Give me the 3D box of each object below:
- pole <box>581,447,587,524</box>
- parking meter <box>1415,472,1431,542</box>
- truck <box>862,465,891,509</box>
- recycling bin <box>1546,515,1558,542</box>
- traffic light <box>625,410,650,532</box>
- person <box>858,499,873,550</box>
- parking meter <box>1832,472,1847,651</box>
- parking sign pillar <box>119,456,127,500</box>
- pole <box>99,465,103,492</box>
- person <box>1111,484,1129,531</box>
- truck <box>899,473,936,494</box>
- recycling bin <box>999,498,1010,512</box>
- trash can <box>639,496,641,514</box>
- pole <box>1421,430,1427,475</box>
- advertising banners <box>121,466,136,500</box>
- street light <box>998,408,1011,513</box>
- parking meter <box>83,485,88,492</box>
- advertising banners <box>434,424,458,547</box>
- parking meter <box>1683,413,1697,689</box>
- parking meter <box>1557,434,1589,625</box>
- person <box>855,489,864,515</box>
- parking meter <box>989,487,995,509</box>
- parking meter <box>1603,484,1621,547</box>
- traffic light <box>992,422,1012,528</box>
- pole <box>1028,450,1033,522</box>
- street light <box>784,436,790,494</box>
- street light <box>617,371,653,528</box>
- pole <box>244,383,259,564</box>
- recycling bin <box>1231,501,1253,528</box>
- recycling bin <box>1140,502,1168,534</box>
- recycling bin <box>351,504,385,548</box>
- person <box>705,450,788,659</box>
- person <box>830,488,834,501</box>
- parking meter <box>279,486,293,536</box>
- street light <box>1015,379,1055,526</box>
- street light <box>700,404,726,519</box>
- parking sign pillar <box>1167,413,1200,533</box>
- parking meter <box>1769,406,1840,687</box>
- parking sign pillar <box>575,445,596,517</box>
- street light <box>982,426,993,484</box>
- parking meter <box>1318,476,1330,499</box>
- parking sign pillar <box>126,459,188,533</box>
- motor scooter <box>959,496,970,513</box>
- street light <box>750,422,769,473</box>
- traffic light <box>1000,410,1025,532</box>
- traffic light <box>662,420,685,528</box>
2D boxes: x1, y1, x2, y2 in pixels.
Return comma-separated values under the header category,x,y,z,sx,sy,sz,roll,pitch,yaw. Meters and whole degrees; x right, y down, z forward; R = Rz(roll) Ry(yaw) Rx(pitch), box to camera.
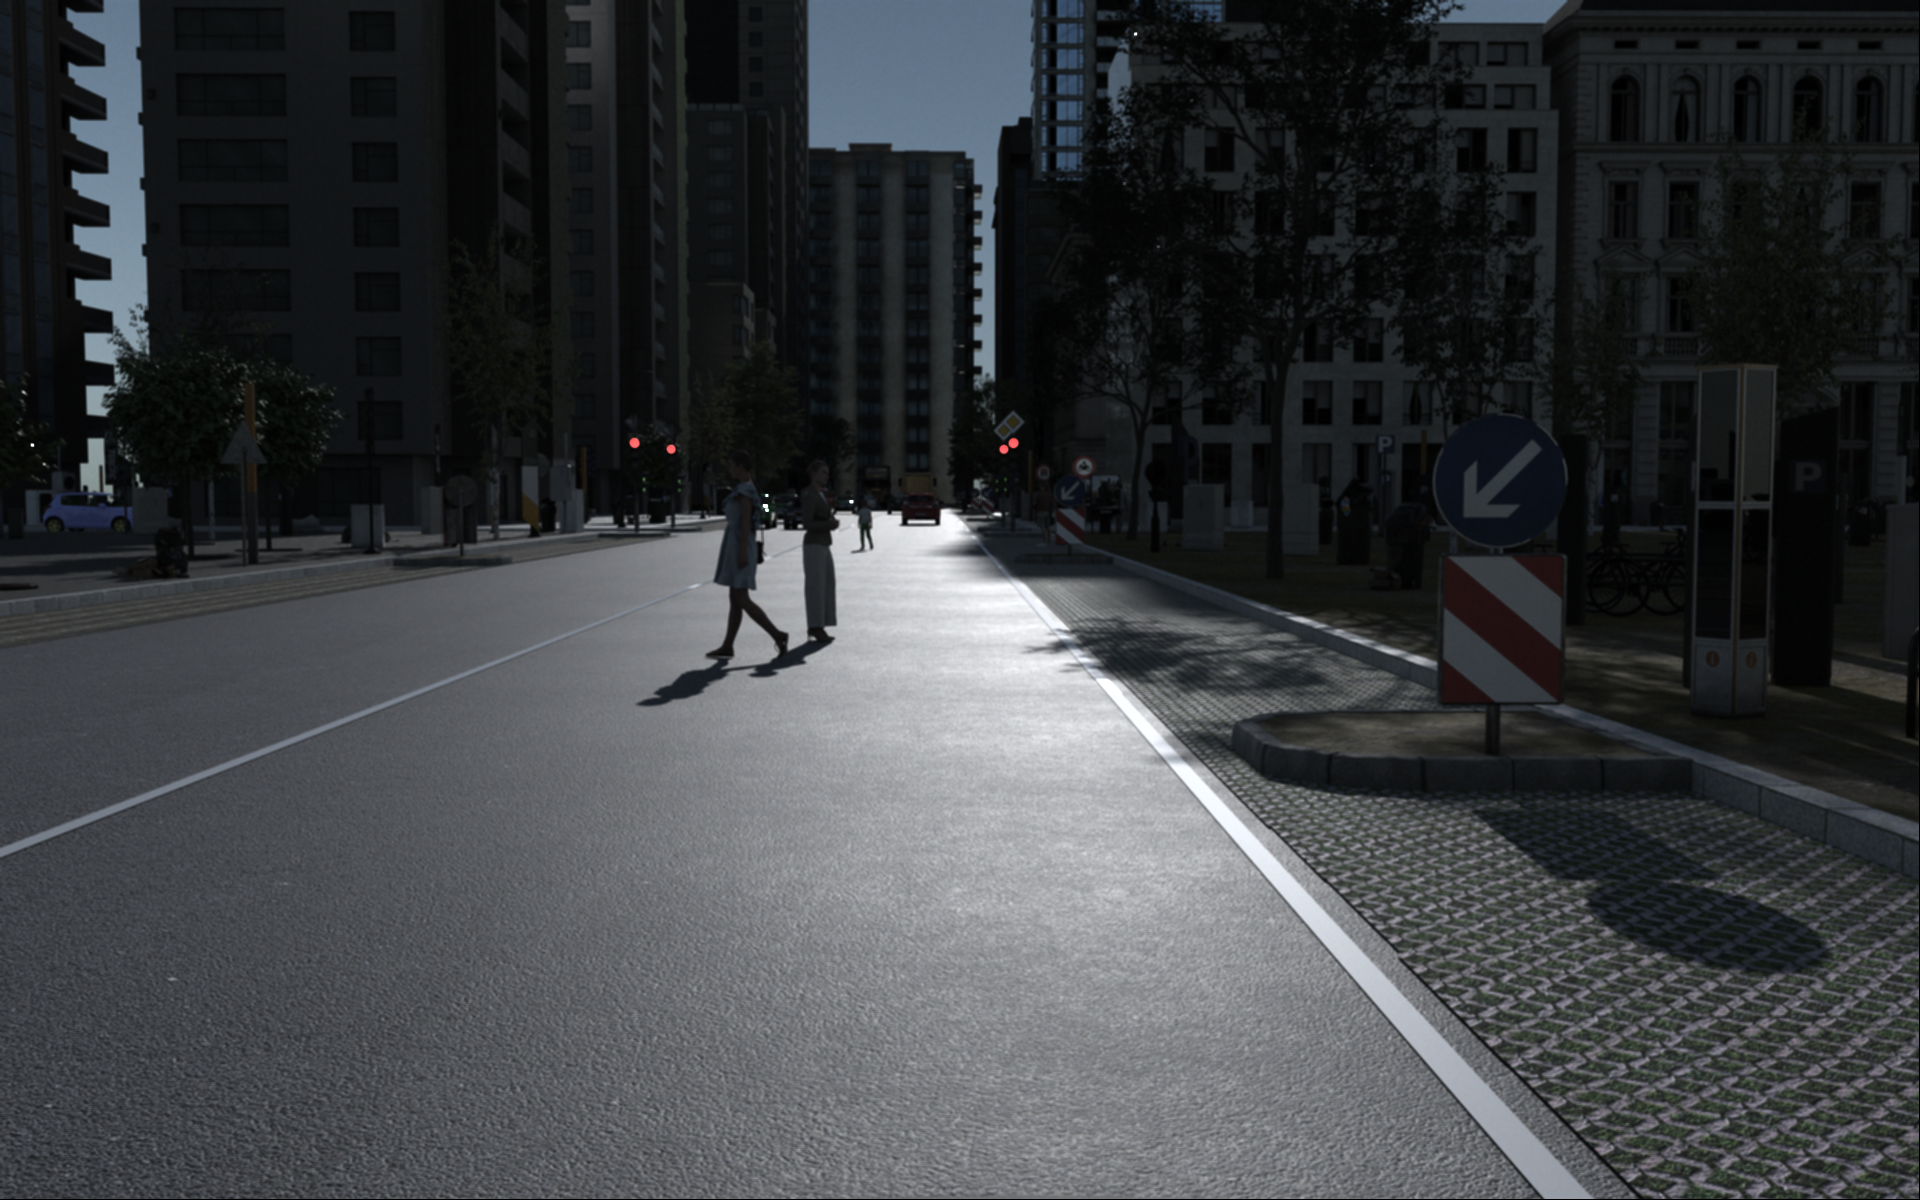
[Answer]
category,x,y,z,sx,sy,sz,roll,pitch,yaw
pole,-16.186,-4.940,74.607,0.158,3.312,0.155,0,3,0
parking meter,12.509,-2.515,46.829,0.399,1.863,0.255,0,4,7
truck,-8.177,-11.160,171.384,2.839,4.237,11.283,0,4,-2
recycling bin,16.172,-2.066,46.336,0.722,1.027,0.722,0,4,-8
traffic light,-10.797,-4.218,57.887,0.839,4.253,0.868,0,4,-1
person,-2.422,-1.941,44.484,0.306,1.304,0.590,-2,4,-29
parking meter,6.990,-0.356,14.234,0.372,1.533,0.369,0,3,0
parking sign pillar,-53.666,-7.515,111.345,1.447,3.967,1.447,1,4,10
pole,-60.855,-7.886,122.772,0.158,3.312,0.155,0,3,0
person,5.887,-3.386,63.983,0.709,1.813,0.853,0,4,-7
truck,-3.790,-9.746,155.263,3.469,3.379,9.791,0,4,-2
recycling bin,3.198,-6.748,122.890,0.722,1.027,0.722,-1,4,-12
trash can,-19.759,-5.733,105.384,0.748,1.137,0.748,0,3,0
pole,14.746,-3.749,55.136,0.158,3.312,0.155,0,3,0
advertising banners,-50.215,-6.620,104.431,2.074,3.025,0.090,2,4,35
street light,2.729,-7.385,93.282,1.470,5.913,1.316,0,4,-1
parking meter,-59.143,-6.817,117.167,0.255,1.863,0.399,-2,4,-34
advertising banners,-12.668,-2.841,42.641,0.090,3.025,2.074,-2,4,-29
parking meter,4.912,-0.341,11.291,0.255,1.863,0.399,0,4,6
parking meter,6.041,-0.696,17.086,0.255,1.863,0.399,2,4,24
person,-6.814,-6.709,118.376,0.419,1.800,0.721,-3,5,-40
parking meter,2.558,-8.096,138.080,0.255,1.863,0.399,3,5,42
parking meter,15.775,-2.049,41.913,0.372,1.533,0.369,0,3,0
traffic light,1.646,-4.719,66.071,0.839,4.253,0.868,0,4,-1
pole,3.306,-5.327,80.944,0.158,3.312,0.155,0,3,0
street light,-13.247,-10.000,136.037,1.470,5.913,1.316,0,4,-1
street light,-12.331,-5.700,65.742,1.470,5.913,1.316,0,4,-1
pole,-13.057,-2.328,31.908,0.158,3.312,0.155,0,3,0
recycling bin,10.687,-3.247,65.641,0.722,1.027,0.722,1,4,21
recycling bin,6.304,-2.683,56.426,0.722,1.027,0.722,-1,4,-16
recycling bin,-14.327,-1.796,41.911,0.722,1.027,0.722,-1,4,-15
person,-1.845,-0.397,15.084,0.778,1.811,0.616,1,4,15
person,-8.791,-6.667,117.633,0.709,1.813,0.853,2,4,26
parking meter,-20.869,-2.764,53.598,0.372,1.533,0.369,0,3,0
street light,3.107,-5.950,69.828,1.470,5.913,1.316,0,4,-1
street light,-12.717,-7.127,89.062,1.470,5.913,1.316,0,4,-1
parking sign pillar,7.525,-4.242,57.822,1.447,3.967,1.447,2,4,34
parking meter,5.638,-0.361,11.617,0.399,1.863,0.255,1,4,19
parking sign pillar,-20.809,-6.544,95.471,1.447,3.967,1.447,1,4,9
street light,2.389,-8.873,117.613,1.470,5.913,1.316,0,4,-1
parking meter,11.749,-3.073,55.948,0.255,1.863,0.399,2,4,35
parking sign pillar,-26.398,-4.215,57.389,1.447,3.967,1.447,2,4,23
motor scooter,0.335,-7.312,132.335,0.815,1.314,1.986,0,4,-3
street light,-13.051,-8.548,112.306,1.470,5.913,1.316,0,4,-1
traffic light,1.763,-4.230,58.087,0.839,4.253,0.868,0,4,-1
traffic light,-10.914,-4.706,65.872,0.839,4.253,0.868,0,4,-1
